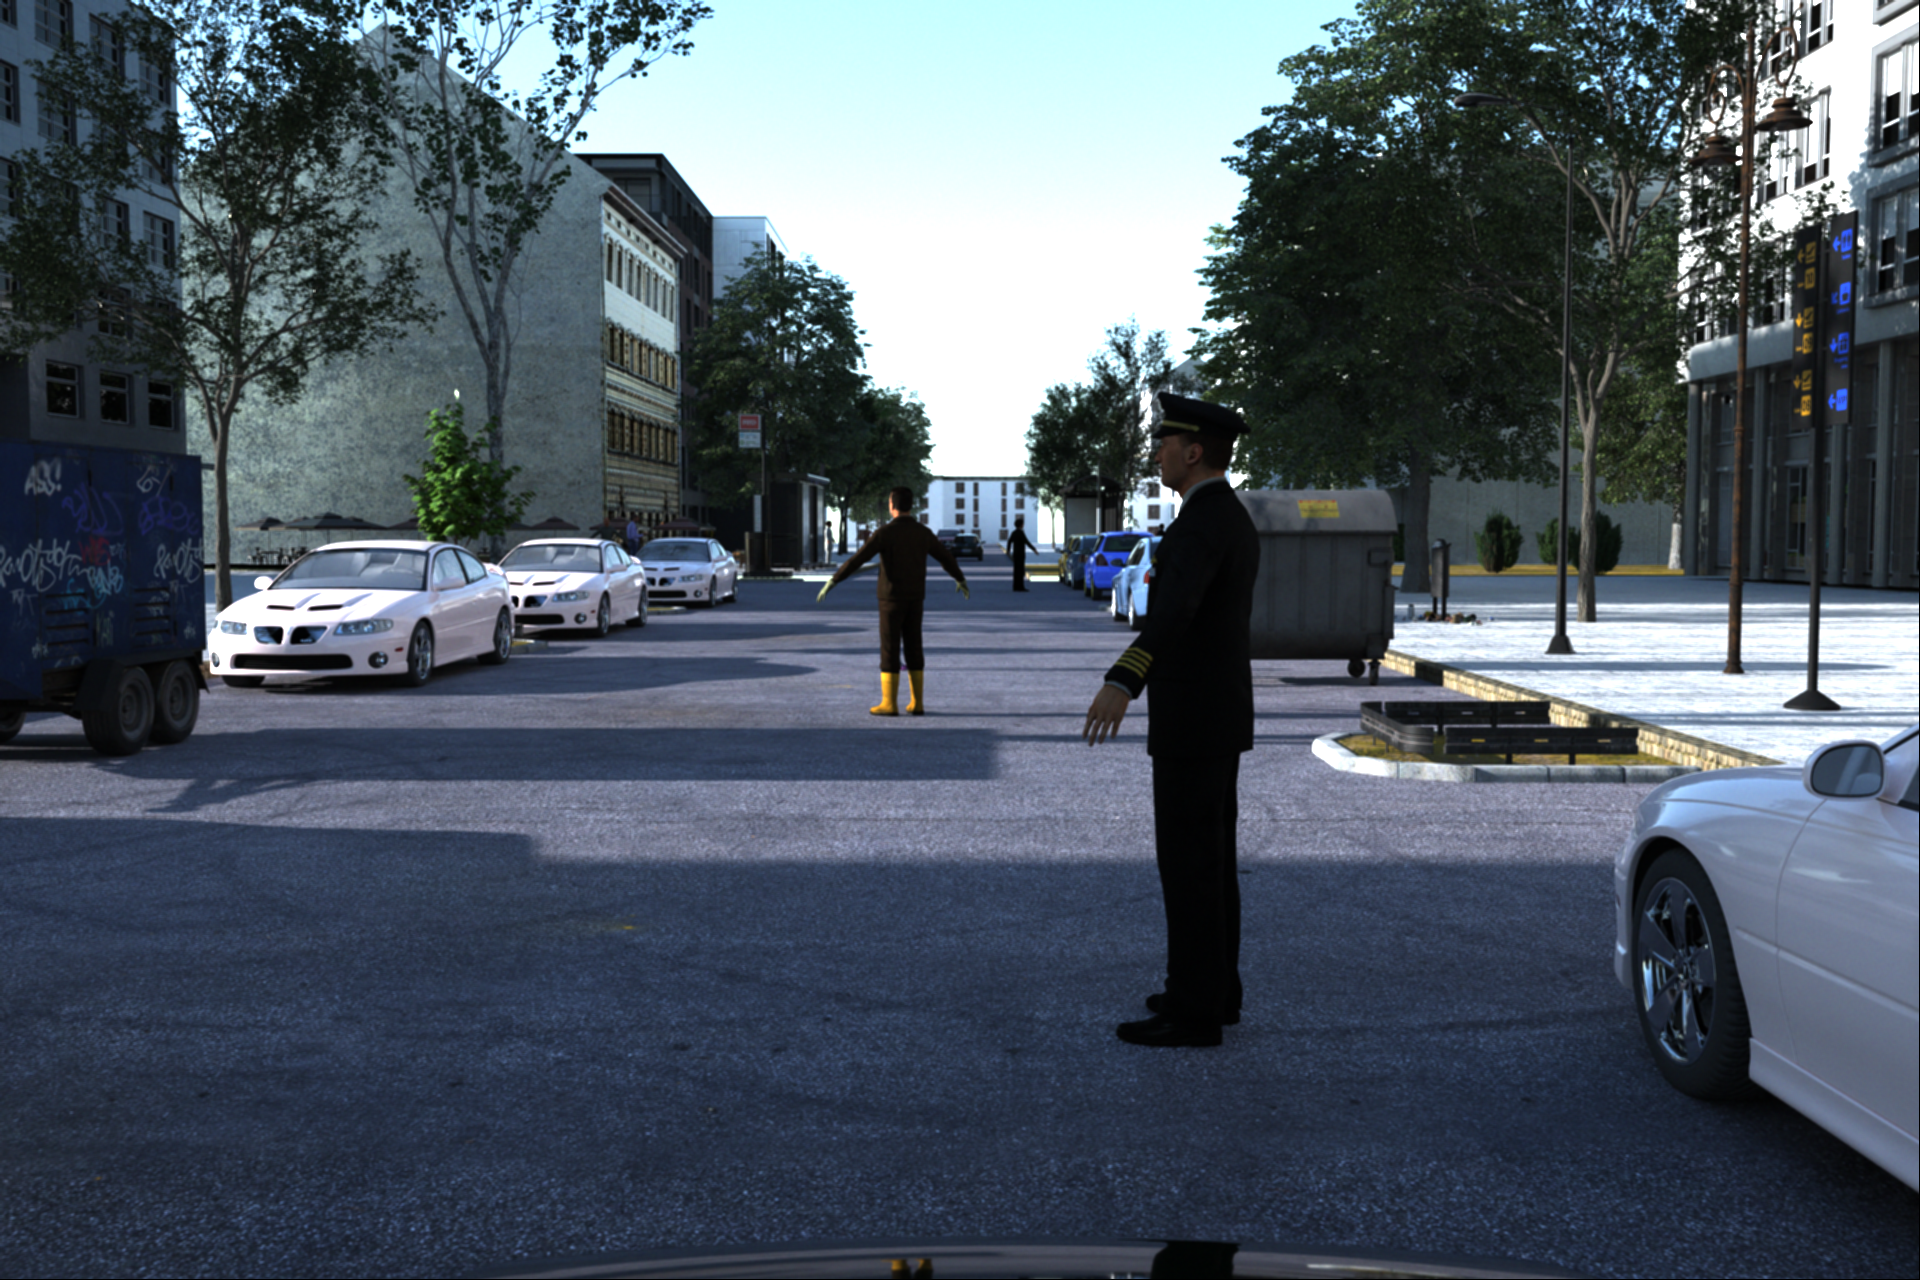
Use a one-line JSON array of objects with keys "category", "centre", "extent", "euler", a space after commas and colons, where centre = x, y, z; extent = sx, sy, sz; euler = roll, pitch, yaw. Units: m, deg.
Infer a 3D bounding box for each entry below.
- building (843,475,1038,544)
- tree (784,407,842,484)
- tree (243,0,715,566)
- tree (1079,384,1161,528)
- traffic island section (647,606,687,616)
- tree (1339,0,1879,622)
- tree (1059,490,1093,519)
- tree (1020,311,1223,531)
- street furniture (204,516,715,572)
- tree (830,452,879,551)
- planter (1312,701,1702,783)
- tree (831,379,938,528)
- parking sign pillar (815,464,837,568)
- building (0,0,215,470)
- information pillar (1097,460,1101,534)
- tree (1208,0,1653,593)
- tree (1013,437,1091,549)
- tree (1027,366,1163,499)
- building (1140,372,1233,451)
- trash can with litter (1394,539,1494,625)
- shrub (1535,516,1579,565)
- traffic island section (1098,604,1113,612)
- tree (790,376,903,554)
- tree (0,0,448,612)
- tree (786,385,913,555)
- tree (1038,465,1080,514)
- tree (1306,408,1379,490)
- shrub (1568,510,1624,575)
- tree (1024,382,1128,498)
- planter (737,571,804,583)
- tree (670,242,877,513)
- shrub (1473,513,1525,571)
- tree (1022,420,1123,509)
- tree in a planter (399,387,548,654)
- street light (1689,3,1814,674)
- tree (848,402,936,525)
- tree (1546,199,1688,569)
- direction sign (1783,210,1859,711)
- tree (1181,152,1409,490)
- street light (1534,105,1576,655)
[{"category": "building", "centre": [-2.726, -18.479, 246.731], "extent": [28.070, 9.664, 9.099], "euler": [0, 4, -4]}, {"category": "tree", "centre": [-8.095, -8.581, 90.661], "extent": [4.360, 8.622, 3.978], "euler": [0, 3, 0]}, {"category": "tree", "centre": [-12.886, -11.385, 42.033], "extent": [12.611, 20.169, 13.585], "euler": [0, 3, 0]}, {"category": "tree", "centre": [7.217, -8.109, 82.937], "extent": [4.360, 8.622, 3.978], "euler": [0, 3, 0]}, {"category": "traffic island section", "centre": [-6.030, -0.520, 31.367], "extent": [1.991, 0.108, 1.994], "euler": [0, 4, 2]}, {"category": "tree", "centre": [8.835, -5.526, 24.760], "extent": [7.601, 10.594, 8.767], "euler": [-2, 4, -34]}, {"category": "tree", "centre": [17.710, -19.245, 249.065], "extent": [7.601, 10.594, 8.767], "euler": [0, 4, 5]}, {"category": "tree", "centre": [6.737, -8.505, 73.462], "extent": [8.767, 10.594, 7.601], "euler": [0, 4, -3]}, {"category": "street furniture", "centre": [-23.391, -3.548, 63.034], "extent": [27.439, 1.986, 14.083], "euler": [0, 4, 4]}, {"category": "tree", "centre": [-7.177, -10.551, 122.875], "extent": [4.360, 8.622, 3.978], "euler": [0, 3, 0]}, {"category": "planter", "centre": [3.297, 0.622, 10.963], "extent": [1.991, 0.319, 1.994], "euler": [0, 4, 1]}, {"category": "tree", "centre": [-6.678, -14.478, 143.371], "extent": [9.857, 13.997, 8.962], "euler": [0, 3, 0]}, {"category": "parking sign pillar", "centre": [-5.424, -4.751, 66.157], "extent": [1.447, 3.967, 1.447], "euler": [0, 4, 0]}, {"category": "building", "centre": [-29.126, -13.699, 42.399], "extent": [11.959, 24.771, 22.079], "euler": [0, 4, 1]}, {"category": "information pillar", "centre": [4.424, -3.904, 55.191], "extent": [0.183, 3.616, 0.504], "euler": [0, 4, 2]}, {"category": "tree", "centre": [10.119, -8.020, 37.779], "extent": [9.857, 13.997, 8.962], "euler": [0, 3, 0]}, {"category": "tree", "centre": [8.416, -13.345, 152.600], "extent": [8.767, 10.594, 7.601], "euler": [2, 4, 27]}, {"category": "tree", "centre": [7.769, -9.914, 96.507], "extent": [8.767, 10.594, 7.601], "euler": [-2, 4, -24]}, {"category": "building", "centre": [26.490, -21.438, 206.937], "extent": [16.016, 20.090, 11.380], "euler": [0, 4, 0]}, {"category": "trash can with litter", "centre": [7.040, -0.878, 25.415], "extent": [1.678, 1.210, 2.233], "euler": [0, 4, 1]}, {"category": "shrub", "centre": [24.586, -4.113, 71.286], "extent": [1.661, 2.075, 1.752], "euler": [0, 3, 0]}, {"category": "traffic island section", "centre": [3.627, -0.596, 32.618], "extent": [1.991, 0.108, 1.994], "euler": [0, 4, 1]}, {"category": "tree", "centre": [-7.587, -11.439, 112.786], "extent": [9.928, 11.665, 9.643], "euler": [0, 3, 0]}, {"category": "tree", "centre": [-12.244, -5.720, 27.939], "extent": [8.767, 10.594, 7.601], "euler": [1, 4, 13]}, {"category": "tree", "centre": [-7.208, -10.364, 103.869], "extent": [8.767, 10.594, 7.601], "euler": [-1, 4, -9]}, {"category": "tree", "centre": [8.826, -11.475, 137.978], "extent": [4.360, 8.622, 3.978], "euler": [0, 3, 0]}, {"category": "tree", "centre": [13.713, -7.115, 66.696], "extent": [4.360, 8.622, 3.978], "euler": [0, 3, 0]}, {"category": "shrub", "centre": [19.789, -3.049, 53.896], "extent": [1.661, 2.075, 1.752], "euler": [0, 3, 0]}, {"category": "tree", "centre": [8.187, -11.791, 118.538], "extent": [9.928, 11.665, 9.643], "euler": [0, 3, 0]}, {"category": "planter", "centre": [-5.743, -1.894, 52.109], "extent": [1.991, 0.319, 1.994], "euler": [0, 4, 1]}, {"category": "tree", "centre": [-8.154, -10.448, 77.482], "extent": [9.857, 13.997, 8.962], "euler": [0, 3, 0]}, {"category": "shrub", "centre": [18.794, -3.449, 60.426], "extent": [1.661, 2.075, 1.752], "euler": [0, 3, 0]}, {"category": "tree", "centre": [8.414, -11.933, 129.522], "extent": [8.767, 10.594, 7.601], "euler": [1, 4, 16]}, {"category": "tree in a planter", "centre": [-6.181, -1.467, 21.201], "extent": [1.991, 3.239, 1.994], "euler": [0, 4, 2]}, {"category": "street light", "centre": [7.133, -2.630, 15.788], "extent": [0.468, 5.910, 1.993], "euler": [0, 4, 1]}, {"category": "tree", "centre": [-6.992, -15.334, 157.364], "extent": [9.857, 13.997, 8.962], "euler": [0, 3, 0]}, {"category": "tree", "centre": [26.360, -9.590, 63.447], "extent": [9.857, 13.997, 8.962], "euler": [0, 3, 0]}, {"category": "direction sign", "centre": [6.266, -1.262, 12.634], "extent": [0.379, 3.537, 0.876], "euler": [0, 4, 1]}, {"category": "tree", "centre": [10.259, -8.159, 51.526], "extent": [7.486, 12.596, 7.792], "euler": [0, 3, 0]}, {"category": "street light", "centre": [6.990, -2.806, 18.413], "extent": [1.470, 5.913, 1.316], "euler": [0, 4, 0]}]
